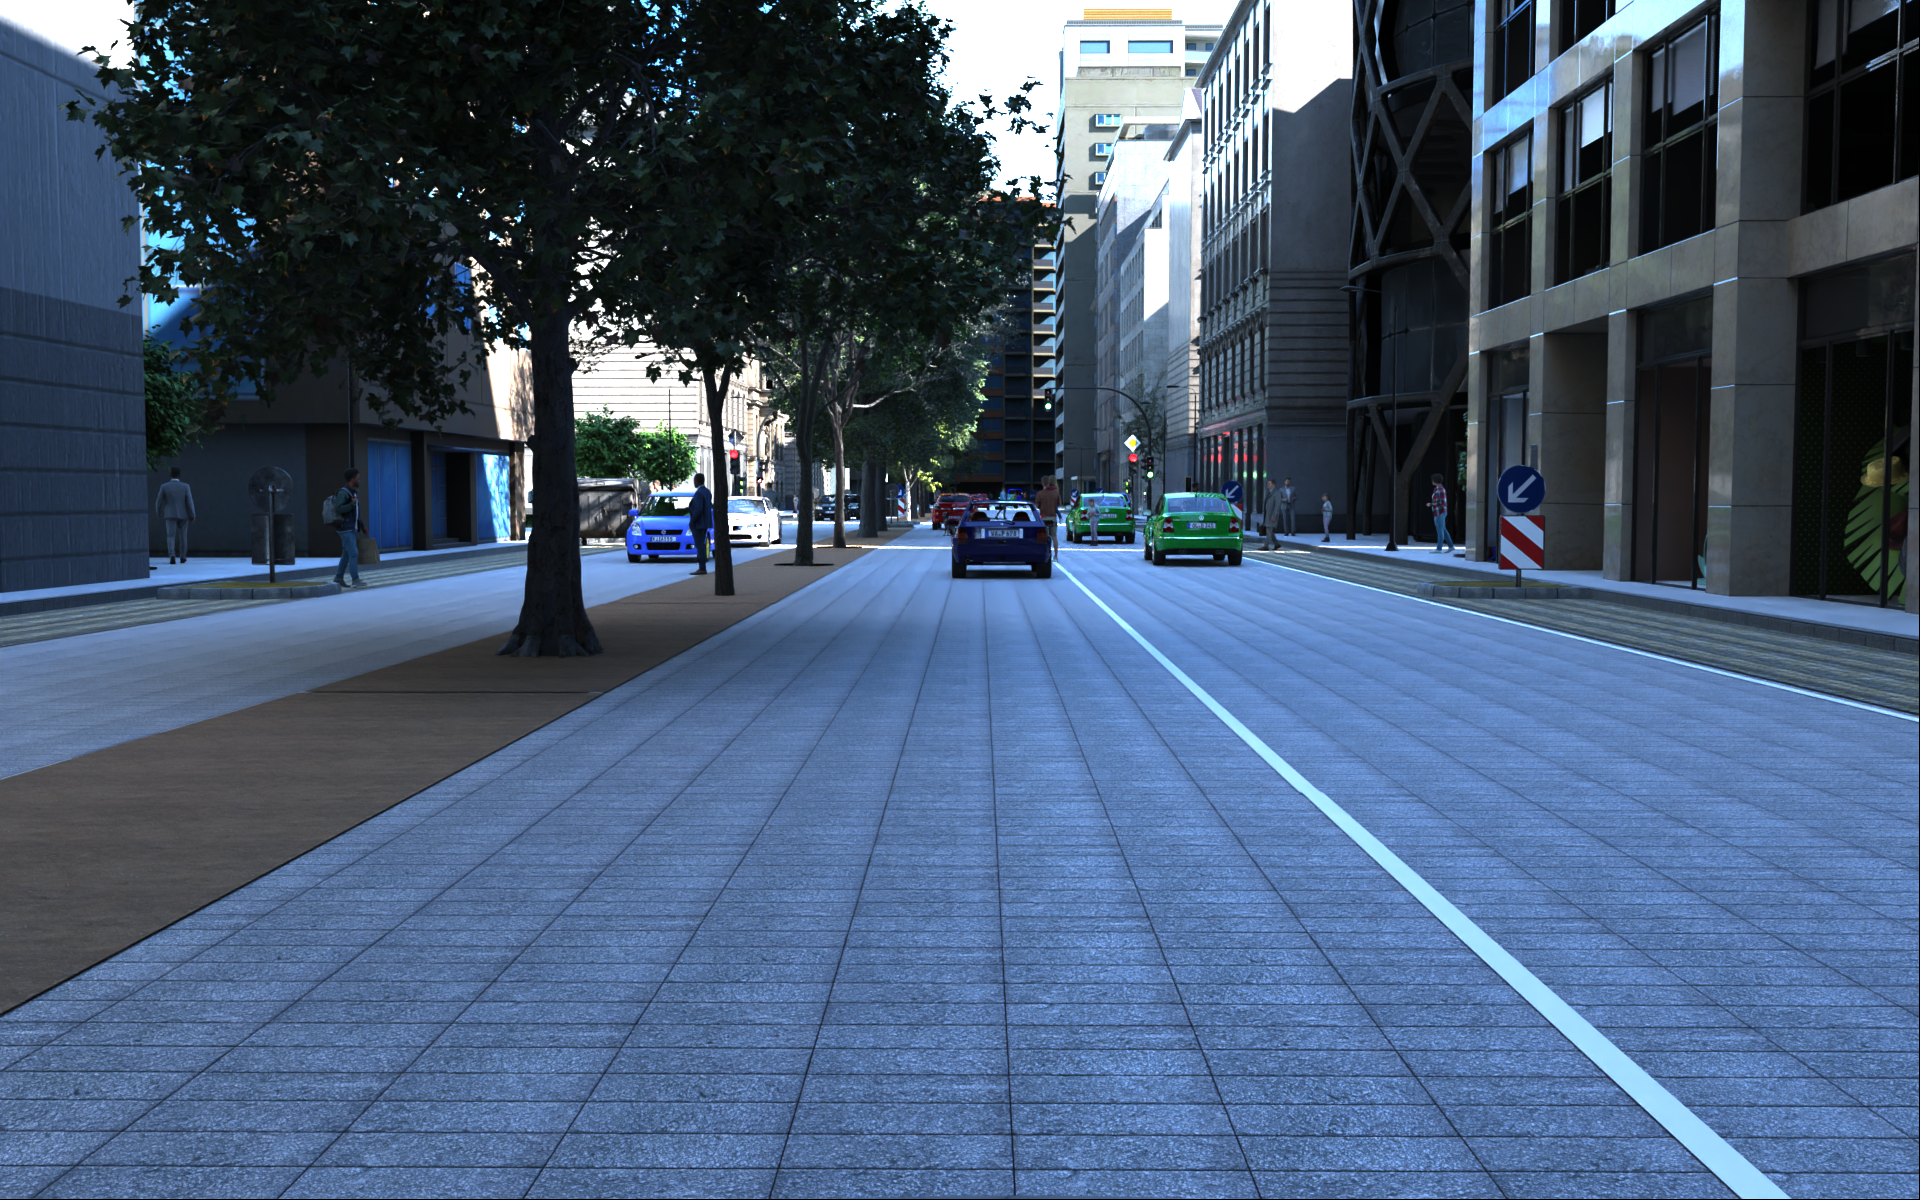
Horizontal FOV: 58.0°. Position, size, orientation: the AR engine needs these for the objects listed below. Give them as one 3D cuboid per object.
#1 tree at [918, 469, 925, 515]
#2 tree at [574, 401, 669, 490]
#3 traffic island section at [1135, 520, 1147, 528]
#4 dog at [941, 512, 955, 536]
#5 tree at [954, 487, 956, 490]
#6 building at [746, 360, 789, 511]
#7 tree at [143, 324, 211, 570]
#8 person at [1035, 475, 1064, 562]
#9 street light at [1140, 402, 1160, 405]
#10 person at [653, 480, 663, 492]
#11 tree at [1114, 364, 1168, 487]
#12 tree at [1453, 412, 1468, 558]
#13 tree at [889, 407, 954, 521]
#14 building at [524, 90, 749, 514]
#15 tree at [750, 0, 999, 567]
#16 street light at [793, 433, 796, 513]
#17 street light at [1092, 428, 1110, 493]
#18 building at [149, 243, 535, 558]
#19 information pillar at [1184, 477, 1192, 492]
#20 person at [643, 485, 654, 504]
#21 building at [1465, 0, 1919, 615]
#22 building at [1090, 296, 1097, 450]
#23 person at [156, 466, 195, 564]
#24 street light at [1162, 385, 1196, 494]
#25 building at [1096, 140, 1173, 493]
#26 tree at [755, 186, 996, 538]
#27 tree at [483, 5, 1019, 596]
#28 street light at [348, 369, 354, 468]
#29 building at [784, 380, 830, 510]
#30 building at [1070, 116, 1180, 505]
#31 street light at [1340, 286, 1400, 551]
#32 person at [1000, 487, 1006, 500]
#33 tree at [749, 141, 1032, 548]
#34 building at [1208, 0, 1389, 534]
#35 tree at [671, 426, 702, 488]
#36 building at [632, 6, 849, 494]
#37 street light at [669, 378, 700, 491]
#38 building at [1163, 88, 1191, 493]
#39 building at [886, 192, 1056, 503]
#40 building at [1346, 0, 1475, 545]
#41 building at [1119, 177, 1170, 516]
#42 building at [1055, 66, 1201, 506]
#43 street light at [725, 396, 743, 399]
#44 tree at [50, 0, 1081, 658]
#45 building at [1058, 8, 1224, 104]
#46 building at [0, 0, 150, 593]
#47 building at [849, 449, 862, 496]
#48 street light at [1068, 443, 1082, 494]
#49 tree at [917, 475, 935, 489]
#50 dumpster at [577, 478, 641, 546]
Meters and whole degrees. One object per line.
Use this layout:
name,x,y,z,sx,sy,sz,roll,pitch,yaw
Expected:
tree,-3.843,-15.946,119.058,12.611,20.169,13.585,0,3,0
tree,-12.596,-4.764,61.600,4.285,4.588,4.351,0,3,0
traffic island section,8.182,-3.655,82.037,2.009,0.180,2.903,0,4,1
dog,-0.237,-2.613,59.564,0.800,0.831,0.513,0,4,4
tree,-1.940,-11.316,137.841,4.737,8.622,4.395,0,3,0
building,-18.859,-18.211,116.837,14.460,24.649,34.723,0,4,1
tree,-14.452,-2.779,29.144,4.285,4.588,4.351,0,3,0
person,1.891,-1.706,36.367,0.573,1.828,0.580,1,4,18
street light,9.745,-7.013,87.200,1.470,5.913,1.316,0,4,1
person,-8.126,-2.329,46.678,0.778,1.811,0.616,-2,4,-28
tree,10.624,-8.974,97.080,4.360,8.622,3.978,0,3,0
tree,10.480,-2.472,35.015,1.663,3.219,1.824,0,3,0
tree,-2.667,-8.331,89.037,4.737,8.622,4.395,0,3,0
building,-16.980,-14.760,90.482,9.793,20.994,18.267,0,4,1
tree,-2.992,-6.470,34.003,9.928,11.665,9.643,0,3,0
street light,-10.631,-8.838,117.044,1.470,5.913,1.316,0,4,1
street light,10.011,-9.149,122.126,1.470,5.913,1.316,0,4,1
building,-18.740,-23.866,40.328,14.600,45.320,14.200,0,4,1
information pillar,9.551,-4.160,72.503,0.304,2.012,0.304,0,4,3
person,-9.795,-2.787,54.811,0.466,1.731,0.760,-1,4,-14
building,19.183,-12.911,15.610,19.350,26.468,34.151,0,4,1
building,17.379,-18.974,146.378,11.583,22.565,21.152,0,4,1
person,-14.446,-1.565,31.900,0.678,1.792,0.850,-1,4,-21
street light,9.483,-6.200,73.910,1.470,5.913,1.316,0,4,1
building,16.577,-18.822,125.759,12.078,24.808,19.932,0,4,1
tree,-3.048,-9.015,56.509,9.857,13.997,8.962,0,3,0
tree,-3.287,-5.354,24.415,8.767,10.594,7.601,0,4,1
street light,-11.487,-3.770,34.185,1.470,5.913,1.316,0,4,1
building,-16.408,-19.290,144.264,11.050,23.489,19.941,0,4,1
building,27.391,-29.253,170.172,32.217,40.220,23.993,0,4,1
street light,9.187,-4.055,38.844,1.470,5.913,1.316,0,4,1
person,2.341,-5.414,96.879,0.748,1.841,0.638,1,4,10
tree,-3.165,-8.105,45.347,12.009,13.543,11.850,0,3,0
building,14.687,-13.172,64.521,9.793,20.994,18.267,0,4,1
tree,-12.906,-5.584,75.008,4.285,4.588,4.351,0,3,0
building,-21.907,-52.537,171.657,22.319,86.520,31.000,0,4,1
street light,-11.111,-5.938,69.622,1.470,5.913,1.316,0,4,1
building,19.532,-14.413,84.803,18.267,20.994,9.793,0,4,1
building,2.044,-36.496,251.338,28.867,44.769,22.147,0,4,1
building,18.943,-10.984,47.036,16.820,18.784,16.811,0,4,1
building,15.827,-15.461,107.541,10.420,20.320,16.860,0,4,1
building,21.790,-34.849,193.490,21.300,48.544,21.600,0,4,1
street light,-10.975,-6.695,82.004,1.470,5.913,1.316,0,4,1
tree,-3.636,-5.861,15.296,9.611,12.733,9.660,0,3,0
building,22.922,-41.348,218.035,21.231,58.520,28.212,0,4,1
building,-23.019,-28.674,10.817,21.231,58.520,28.212,0,4,1
building,-16.808,-31.308,195.487,14.154,41.232,14.086,0,4,1
street light,10.445,-11.285,157.049,1.470,5.913,1.316,0,4,1
tree,-2.641,-11.601,142.488,4.360,8.622,3.978,0,3,0
dumpster,-9.745,-2.402,47.492,1.865,1.857,1.264,0,4,2
